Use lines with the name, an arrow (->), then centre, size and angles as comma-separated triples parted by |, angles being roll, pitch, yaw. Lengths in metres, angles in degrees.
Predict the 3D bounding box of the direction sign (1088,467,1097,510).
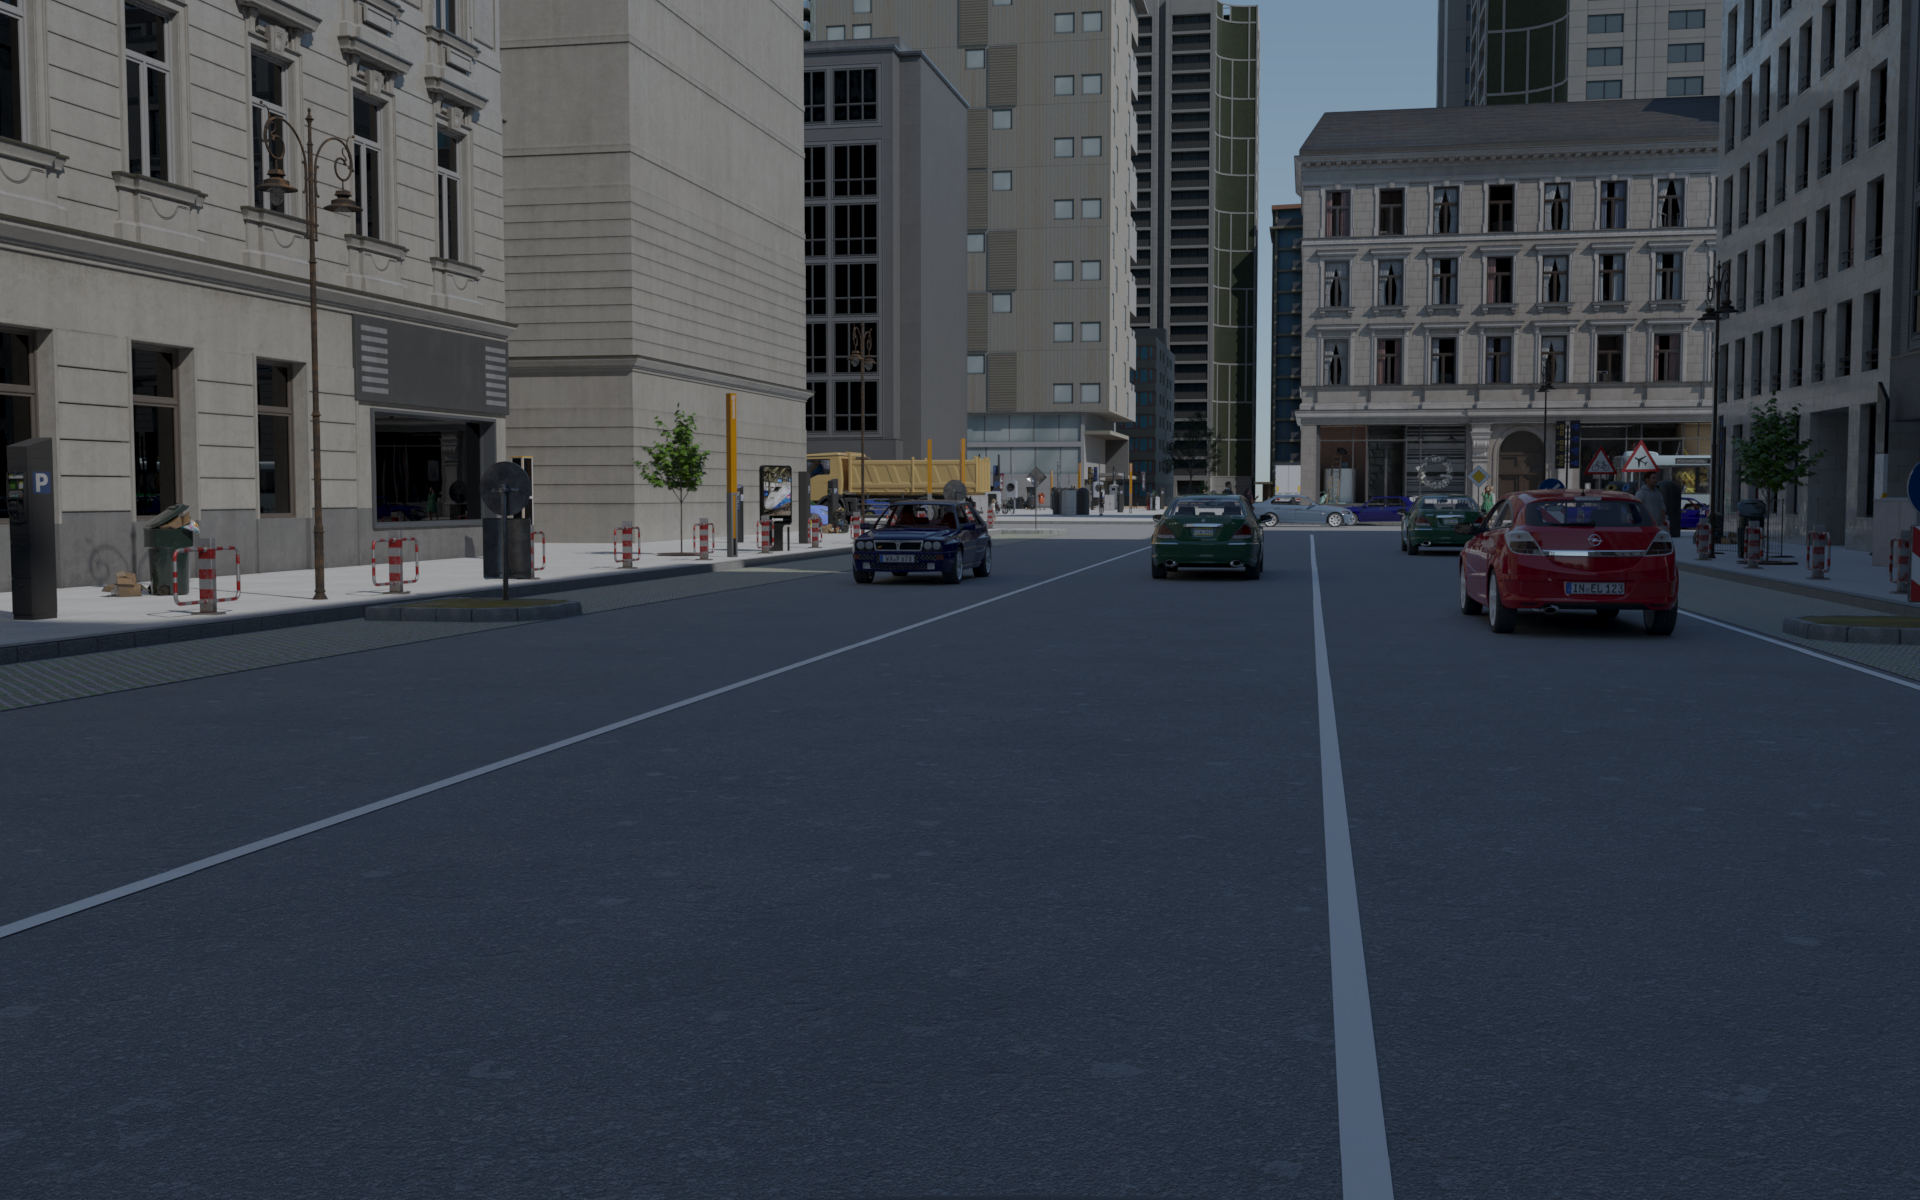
direction sign -> 11.015, -9.292, 143.926 | 0.876, 3.537, 0.379 | 2, 4, 30

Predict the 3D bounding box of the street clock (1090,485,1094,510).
street clock -> 10.549, -8.165, 138.062 | 0.358, 2.002, 0.471 | -1, 4, -16

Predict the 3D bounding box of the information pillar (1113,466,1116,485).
information pillar -> 12.896, -9.381, 144.739 | 0.183, 3.616, 0.504 | 2, 4, 32

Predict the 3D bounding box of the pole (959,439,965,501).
pole -> 0.083, -4.268, 63.629 | 0.158, 3.312, 0.155 | 0, 3, 0

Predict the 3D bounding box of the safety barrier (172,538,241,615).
safety barrier -> -7.995, -0.252, 18.403 | 0.300, 0.817, 1.120 | 1, 4, 11

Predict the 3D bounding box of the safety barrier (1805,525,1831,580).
safety barrier -> 12.899, -0.718, 26.022 | 0.300, 0.817, 1.120 | 1, 4, 11

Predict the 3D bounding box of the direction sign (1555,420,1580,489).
direction sign -> 18.708, -3.755, 53.396 | 0.379, 3.537, 0.876 | -2, 4, -33

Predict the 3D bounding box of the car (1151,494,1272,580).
car -> 4.415, -1.147, 30.553 | 2.131, 1.459, 4.920 | 1, 4, 11

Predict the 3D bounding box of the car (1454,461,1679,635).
car -> 6.624, -0.619, 19.161 | 2.155, 1.783, 4.494 | 1, 4, 10

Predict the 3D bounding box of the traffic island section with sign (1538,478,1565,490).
traffic island section with sign -> 14.685, -2.141, 43.640 | 1.989, 1.847, 2.006 | 1, 4, 11

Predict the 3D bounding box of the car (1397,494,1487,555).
car -> 11.684, -1.839, 41.869 | 2.131, 1.459, 4.920 | 1, 4, 11

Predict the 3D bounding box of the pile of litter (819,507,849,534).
pile of litter -> -4.207, -2.611, 56.662 | 1.176, 0.858, 1.719 | 2, 4, 23

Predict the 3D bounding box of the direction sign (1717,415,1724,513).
direction sign -> 21.933, -3.549, 50.017 | 0.379, 3.537, 0.876 | 1, 4, 17

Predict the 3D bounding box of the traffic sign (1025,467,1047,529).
traffic sign -> 2.769, -3.635, 63.071 | 0.795, 2.450, 0.064 | 1, 4, 11

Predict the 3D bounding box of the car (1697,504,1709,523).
car -> 28.585, -3.023, 62.014 | 3.894, 1.354, 1.945 | 1, 4, 12

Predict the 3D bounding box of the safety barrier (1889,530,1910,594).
safety barrier -> 12.138, -0.488, 22.247 | 0.300, 0.817, 1.120 | 1, 4, 11

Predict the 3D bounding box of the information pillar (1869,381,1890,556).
information pillar -> 19.092, -2.724, 35.897 | 0.183, 3.616, 0.504 | 1, 4, 9

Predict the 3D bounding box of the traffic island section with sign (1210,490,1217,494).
traffic island section with sign -> 25.926, -10.285, 176.790 | 1.989, 1.847, 2.006 | 1, 4, 11

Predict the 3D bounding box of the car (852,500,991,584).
car -> -0.595, -0.997, 28.876 | 1.945, 1.354, 3.894 | 1, 4, 12

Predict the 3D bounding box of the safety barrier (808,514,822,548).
safety barrier -> -3.436, -1.640, 41.088 | 0.300, 0.817, 1.120 | 1, 4, 11

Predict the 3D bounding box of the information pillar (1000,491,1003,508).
information pillar -> 3.607, -9.155, 154.181 | 0.304, 2.012, 0.304 | 2, 4, 24

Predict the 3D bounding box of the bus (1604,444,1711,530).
bus -> 32.212, -4.551, 69.275 | 13.247, 3.499, 2.948 | 1, 4, 13

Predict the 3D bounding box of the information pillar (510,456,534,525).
information pillar -> -8.501, -1.784, 33.660 | 0.304, 2.012, 0.304 | 2, 4, 27

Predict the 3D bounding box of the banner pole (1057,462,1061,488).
banner pole -> 7.578, -8.740, 132.919 | 0.401, 3.779, 0.863 | -1, 4, -17

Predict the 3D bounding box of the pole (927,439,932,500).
pole -> -1.136, -4.327, 64.591 | 0.158, 3.312, 0.155 | 0, 3, 0

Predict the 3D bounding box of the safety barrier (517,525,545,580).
safety barrier -> -6.473, -0.716, 25.975 | 0.300, 0.817, 1.120 | 1, 4, 11

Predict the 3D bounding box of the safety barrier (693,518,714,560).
safety barrier -> -4.956, -1.178, 33.531 | 0.300, 0.817, 1.120 | 1, 4, 11

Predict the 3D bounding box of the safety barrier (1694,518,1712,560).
safety barrier -> 14.418, -1.180, 33.574 | 0.300, 0.817, 1.120 | 1, 4, 11

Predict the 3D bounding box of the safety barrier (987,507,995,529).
safety barrier -> 1.120, -3.027, 63.761 | 0.300, 0.817, 1.120 | 1, 4, 11

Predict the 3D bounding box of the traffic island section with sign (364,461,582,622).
traffic island section with sign -> -5.540, -0.708, 20.207 | 1.989, 1.847, 2.006 | 1, 4, 11

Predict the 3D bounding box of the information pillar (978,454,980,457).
information pillar -> 1.093, -6.706, 101.006 | 0.183, 3.616, 0.504 | -1, 4, -8

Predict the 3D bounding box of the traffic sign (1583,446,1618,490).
traffic sign -> 17.355, -2.873, 46.975 | 0.884, 2.594, 0.081 | 1, 4, 12

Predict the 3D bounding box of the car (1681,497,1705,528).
car -> 26.990, -3.181, 64.589 | 3.894, 1.354, 1.945 | 1, 4, 11

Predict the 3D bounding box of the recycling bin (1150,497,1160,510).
recycling bin -> 15.242, -7.565, 136.242 | 0.722, 1.027, 0.722 | -1, 4, -20

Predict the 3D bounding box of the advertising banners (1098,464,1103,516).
advertising banners -> 8.199, -6.411, 101.004 | 0.090, 3.025, 2.074 | 1, 4, 11

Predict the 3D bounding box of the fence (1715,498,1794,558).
fence -> 16.331, -1.513, 35.942 | 0.480, 1.192, 2.264 | -1, 4, -14

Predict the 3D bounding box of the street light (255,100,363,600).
street light -> -7.787, -2.943, 20.898 | 0.468, 5.910, 1.993 | 1, 4, 11

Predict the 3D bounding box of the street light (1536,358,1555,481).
street light -> 19.990, -5.285, 59.195 | 0.468, 5.910, 1.993 | 1, 4, 11

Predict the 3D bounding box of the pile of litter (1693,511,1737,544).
pile of litter -> 19.607, -1.867, 44.490 | 1.719, 0.858, 1.176 | 0, 4, -2

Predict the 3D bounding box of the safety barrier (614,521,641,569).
safety barrier -> -5.715, -0.947, 29.756 | 0.300, 0.817, 1.120 | 1, 4, 11

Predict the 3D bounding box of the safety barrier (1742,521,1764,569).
safety barrier -> 13.654, -0.949, 29.797 | 0.300, 0.817, 1.120 | 1, 4, 11

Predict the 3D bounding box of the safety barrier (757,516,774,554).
safety barrier -> -4.193, -1.409, 37.312 | 0.300, 0.817, 1.120 | 1, 4, 11

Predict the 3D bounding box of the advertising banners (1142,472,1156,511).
advertising banners -> 14.658, -8.460, 134.516 | 0.090, 3.025, 2.074 | -2, 4, -26

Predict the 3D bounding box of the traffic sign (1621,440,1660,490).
traffic sign -> 16.377, -2.551, 41.718 | 0.884, 2.594, 0.081 | 1, 4, 17

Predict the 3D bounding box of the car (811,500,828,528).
car -> -6.841, -3.761, 71.078 | 3.694, 1.707, 1.945 | 1, 4, 13

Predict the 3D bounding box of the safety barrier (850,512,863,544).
safety barrier -> -2.678, -1.871, 44.863 | 0.300, 0.817, 1.120 | 1, 4, 11

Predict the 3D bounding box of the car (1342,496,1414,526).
car -> 18.808, -3.998, 77.944 | 3.894, 1.354, 1.945 | 1, 4, 13

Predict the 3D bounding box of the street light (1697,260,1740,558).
street light -> 15.004, -3.768, 34.402 | 0.468, 5.910, 1.993 | 1, 4, 11

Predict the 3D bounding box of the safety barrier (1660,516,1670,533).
safety barrier -> 15.184, -1.413, 37.375 | 0.300, 0.817, 1.120 | 1, 4, 11

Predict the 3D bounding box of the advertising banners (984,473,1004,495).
advertising banners -> 2.746, -9.150, 145.783 | 2.074, 3.025, 0.090 | 1, 4, 22

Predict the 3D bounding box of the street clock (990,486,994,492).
street clock -> 2.742, -9.034, 152.282 | 0.471, 2.002, 0.358 | -1, 4, -17

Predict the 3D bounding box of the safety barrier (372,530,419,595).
safety barrier -> -7.232, -0.485, 22.199 | 0.300, 0.817, 1.120 | 1, 4, 11

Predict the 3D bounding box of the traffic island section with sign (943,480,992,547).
traffic island section with sign -> -0.188, -2.339, 46.872 | 1.989, 1.847, 2.006 | 1, 4, 11

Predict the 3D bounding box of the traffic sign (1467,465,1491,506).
traffic sign -> 17.956, -3.448, 60.009 | 0.795, 2.450, 0.064 | 1, 4, 11

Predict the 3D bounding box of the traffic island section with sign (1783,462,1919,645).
traffic island section with sign -> 9.381, -0.525, 17.210 | 1.989, 1.847, 2.006 | 1, 4, 11

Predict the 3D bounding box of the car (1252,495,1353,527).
car -> 14.870, -3.895, 75.687 | 4.499, 1.417, 2.014 | 1, 4, 12

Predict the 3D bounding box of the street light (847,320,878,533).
street light -> -2.603, -4.494, 46.264 | 0.468, 5.910, 1.993 | 1, 4, 11

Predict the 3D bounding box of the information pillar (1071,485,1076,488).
information pillar -> 9.257, -8.396, 141.765 | 0.304, 2.012, 0.304 | -3, 4, -38
